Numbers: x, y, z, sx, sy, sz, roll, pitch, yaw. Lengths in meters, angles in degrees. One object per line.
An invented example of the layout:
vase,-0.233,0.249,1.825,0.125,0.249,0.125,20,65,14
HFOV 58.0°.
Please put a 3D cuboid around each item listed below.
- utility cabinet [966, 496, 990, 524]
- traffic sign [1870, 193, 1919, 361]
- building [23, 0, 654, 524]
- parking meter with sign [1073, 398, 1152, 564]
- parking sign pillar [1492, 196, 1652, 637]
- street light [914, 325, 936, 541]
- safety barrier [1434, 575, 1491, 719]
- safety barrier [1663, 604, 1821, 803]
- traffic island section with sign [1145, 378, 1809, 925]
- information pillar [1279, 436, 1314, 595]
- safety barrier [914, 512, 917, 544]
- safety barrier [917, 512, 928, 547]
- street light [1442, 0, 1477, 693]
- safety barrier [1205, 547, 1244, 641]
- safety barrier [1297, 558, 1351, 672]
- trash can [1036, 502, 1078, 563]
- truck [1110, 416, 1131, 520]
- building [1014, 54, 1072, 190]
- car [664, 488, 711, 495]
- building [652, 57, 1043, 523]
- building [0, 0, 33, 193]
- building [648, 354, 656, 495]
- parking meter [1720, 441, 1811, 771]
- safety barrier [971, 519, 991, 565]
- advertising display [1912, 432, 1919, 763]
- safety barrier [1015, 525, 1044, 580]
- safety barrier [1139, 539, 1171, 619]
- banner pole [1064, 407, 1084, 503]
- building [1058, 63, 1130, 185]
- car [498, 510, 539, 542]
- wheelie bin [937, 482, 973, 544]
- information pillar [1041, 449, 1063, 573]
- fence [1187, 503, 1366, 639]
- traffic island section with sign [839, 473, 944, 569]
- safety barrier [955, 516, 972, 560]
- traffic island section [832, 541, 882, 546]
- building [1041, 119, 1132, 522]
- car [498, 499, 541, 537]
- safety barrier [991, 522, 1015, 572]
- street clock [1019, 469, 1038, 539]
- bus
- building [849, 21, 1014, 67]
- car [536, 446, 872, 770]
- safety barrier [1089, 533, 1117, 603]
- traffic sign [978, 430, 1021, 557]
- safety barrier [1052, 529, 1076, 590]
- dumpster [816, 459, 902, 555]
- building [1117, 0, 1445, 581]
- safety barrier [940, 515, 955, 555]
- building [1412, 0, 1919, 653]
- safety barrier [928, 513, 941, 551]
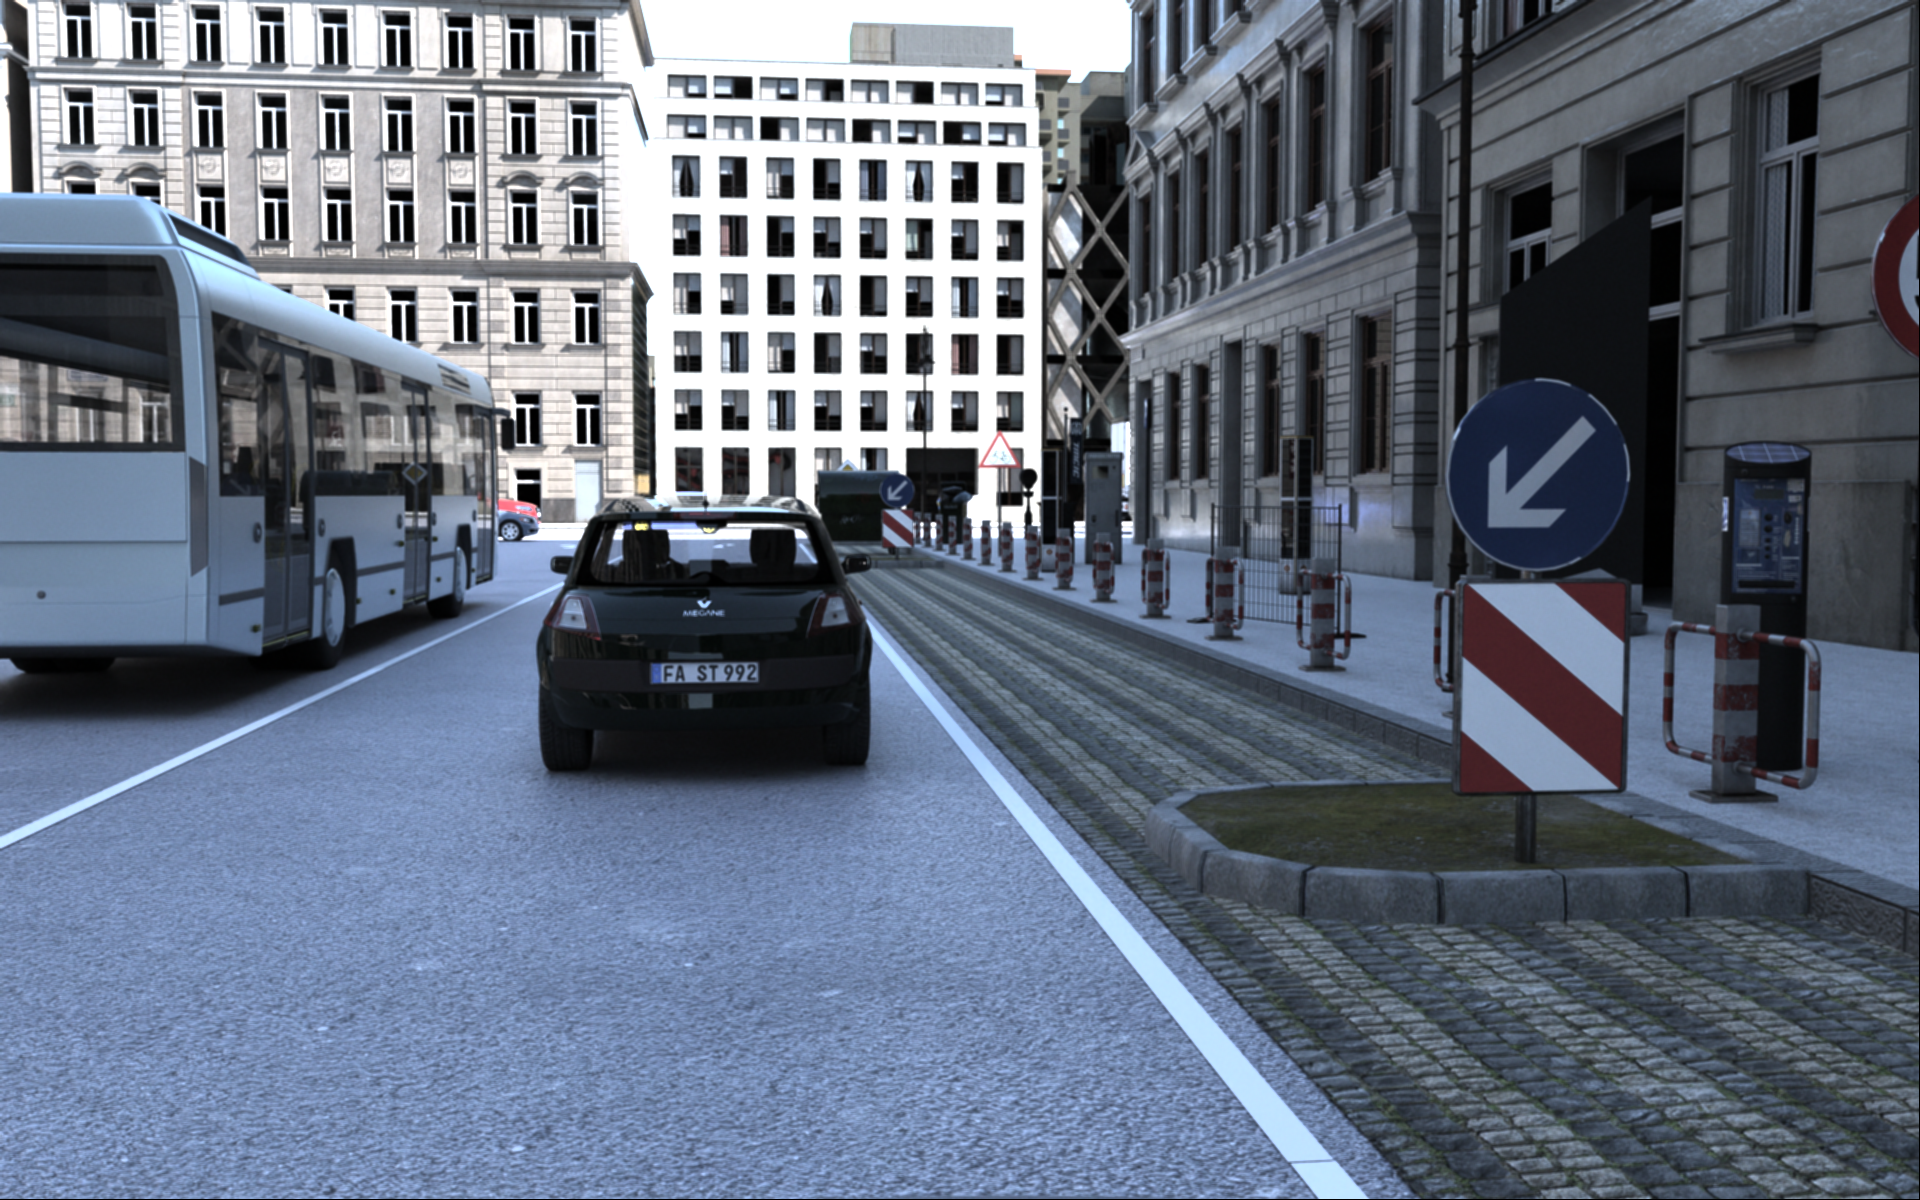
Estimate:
utility cabinet,0.757,-3.819,73.609,1.020,1.237,0.306,-1,4,-18
traffic sign,4.084,-0.431,7.157,0.768,2.556,0.104,0,4,-3
building,-26.701,-17.171,78.006,25.104,27.353,12.463,0,4,-7
parking meter with sign,2.611,-2.170,31.738,1.738,3.016,0.543,0,4,1
parking sign pillar,5.653,-1.688,16.073,1.447,3.967,1.447,1,4,13
street light,-0.963,-4.568,47.472,0.468,5.910,1.993,0,4,-7
safety barrier,2.942,0.267,9.909,0.300,0.817,1.120,0,4,-7
safety barrier,3.250,0.429,7.256,0.300,0.817,1.120,0,4,-7
traffic island section with sign,1.789,0.118,6.696,1.989,1.847,2.006,0,4,-7
information pillar,4.284,-1.076,22.079,0.304,2.012,0.304,-2,4,-34
safety barrier,-1.084,-1.847,44.478,0.300,0.817,1.120,0,4,-7
safety barrier,-0.776,-1.684,41.815,0.300,0.817,1.120,0,4,-7
street light,3.222,-2.342,11.073,0.468,5.910,1.993,0,4,-7
safety barrier,2.323,-0.059,15.234,0.300,0.817,1.120,0,4,-7
safety barrier,2.635,0.104,12.580,0.300,0.817,1.120,0,4,-7
trash can,1.713,-1.159,30.606,0.748,1.137,0.748,0,3,0
truck,11.306,-4.592,63.997,11.283,4.237,2.839,0,4,-7
building,-1.004,-31.914,176.419,22.147,44.769,28.867,0,4,-7
car,-10.280,-3.227,62.354,3.694,1.707,1.945,0,4,-5
building,-5.341,-13.792,80.244,16.860,20.320,10.420,0,4,-7
building,-49.414,-17.766,76.386,20.117,28.700,13.634,0,4,-7
building,-46.424,-24.431,244.485,28.899,21.520,27.650,0,4,-7
parking meter,3.779,0.016,8.148,0.372,1.533,0.369,0,3,0
safety barrier,0.468,-1.034,31.187,0.300,0.817,1.120,0,4,-7
advertising display,4.670,-0.158,7.790,0.123,1.923,0.974,0,4,-7
safety barrier,1.086,-0.708,25.853,0.300,0.817,1.120,0,4,-7
safety barrier,2.016,-0.221,17.888,0.300,0.817,1.120,0,4,-7
banner pole,3.233,-3.669,49.999,0.863,3.779,0.401,-2,4,-34
building,16.090,-35.010,196.122,21.600,48.544,21.300,0,4,-7
car,-15.155,-2.497,52.826,4.499,1.417,2.014,0,4,-8
wheelie bin,-0.146,-2.235,44.458,0.980,1.594,0.693,1,4,12
information pillar,1.503,-1.463,28.415,0.304,2.012,0.304,1,4,16
fence,2.949,-0.316,16.365,0.480,1.192,2.264,-2,4,-24
traffic island section with sign,-1.396,-1.553,34.015,1.989,1.847,2.006,0,4,-7
safety barrier,0.155,-1.197,33.840,0.300,0.817,1.120,0,4,-7
traffic island section,-3.154,-1.642,49.135,2.009,0.180,2.903,0,4,-7
building,11.578,-13.338,85.532,16.811,18.784,16.820,0,4,-7
car,-16.736,-3.011,57.904,5.304,1.827,2.281,0,4,-7
safety barrier,0.774,-0.871,28.522,0.300,0.817,1.120,0,4,-7
street clock,1.948,-2.739,49.345,0.471,2.002,0.358,-1,4,-18
bus,-6.710,-1.363,17.150,2.948,3.499,13.247,0,4,-7
building,-2.929,-28.815,154.723,14.154,41.232,14.086,0,4,-7
car,-1.500,-0.041,10.454,2.009,1.686,4.222,0,4,-7
safety barrier,1.701,-0.384,20.546,0.300,0.817,1.120,0,4,-7
traffic sign,0.809,-2.164,35.378,0.884,2.594,0.081,0,4,-2
safety barrier,1.395,-0.546,23.200,0.300,0.817,1.120,0,4,-7
dumpster,-2.390,-2.184,40.656,1.985,2.255,1.502,0,4,-8
building,10.491,-12.166,35.069,11.583,22.565,21.152,0,4,-7
safety barrier,-0.157,-1.359,36.500,0.300,0.817,1.120,0,4,-7
building,15.374,-10.802,9.895,16.112,22.955,30.059,0,4,-7
safety barrier,-0.470,-1.522,39.152,0.300,0.817,1.120,0,4,-7
